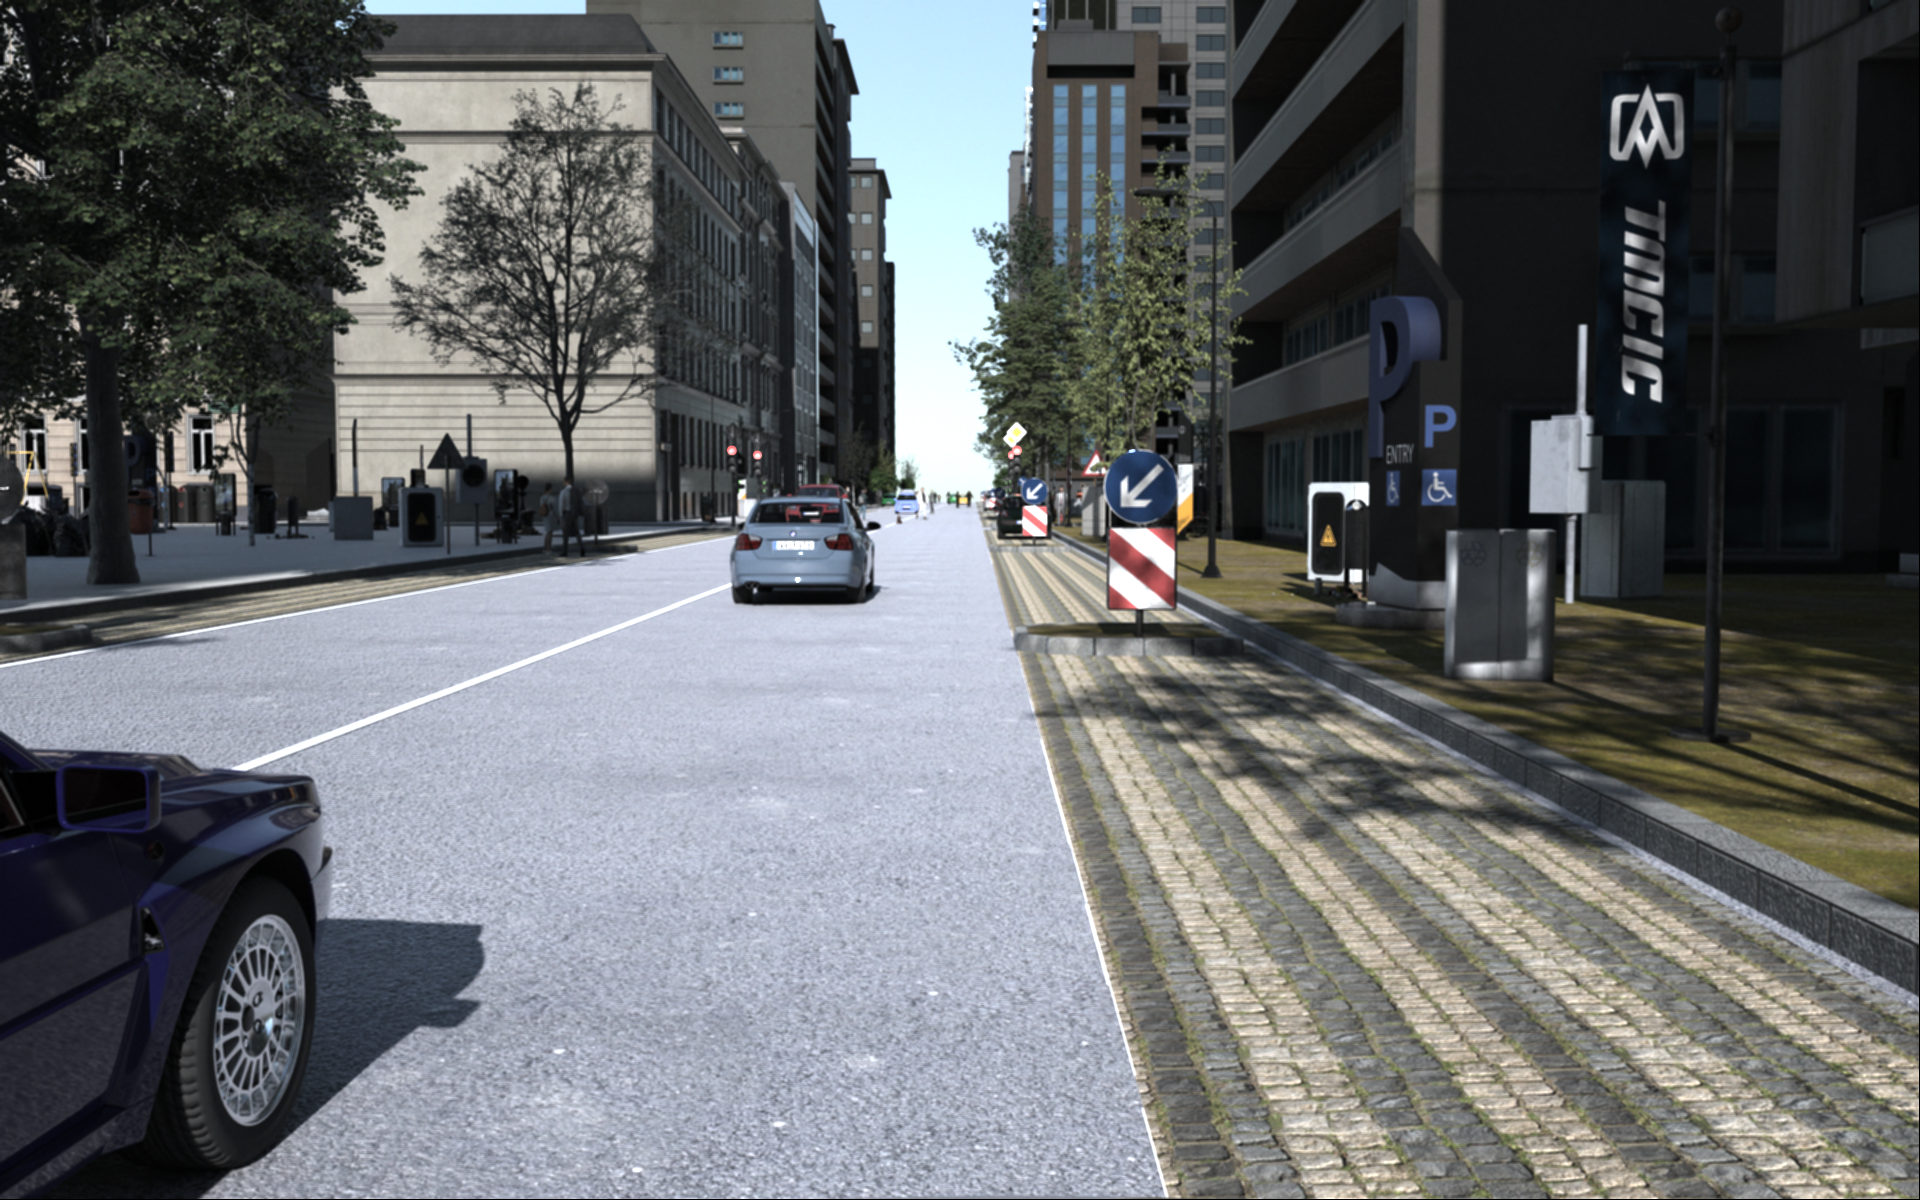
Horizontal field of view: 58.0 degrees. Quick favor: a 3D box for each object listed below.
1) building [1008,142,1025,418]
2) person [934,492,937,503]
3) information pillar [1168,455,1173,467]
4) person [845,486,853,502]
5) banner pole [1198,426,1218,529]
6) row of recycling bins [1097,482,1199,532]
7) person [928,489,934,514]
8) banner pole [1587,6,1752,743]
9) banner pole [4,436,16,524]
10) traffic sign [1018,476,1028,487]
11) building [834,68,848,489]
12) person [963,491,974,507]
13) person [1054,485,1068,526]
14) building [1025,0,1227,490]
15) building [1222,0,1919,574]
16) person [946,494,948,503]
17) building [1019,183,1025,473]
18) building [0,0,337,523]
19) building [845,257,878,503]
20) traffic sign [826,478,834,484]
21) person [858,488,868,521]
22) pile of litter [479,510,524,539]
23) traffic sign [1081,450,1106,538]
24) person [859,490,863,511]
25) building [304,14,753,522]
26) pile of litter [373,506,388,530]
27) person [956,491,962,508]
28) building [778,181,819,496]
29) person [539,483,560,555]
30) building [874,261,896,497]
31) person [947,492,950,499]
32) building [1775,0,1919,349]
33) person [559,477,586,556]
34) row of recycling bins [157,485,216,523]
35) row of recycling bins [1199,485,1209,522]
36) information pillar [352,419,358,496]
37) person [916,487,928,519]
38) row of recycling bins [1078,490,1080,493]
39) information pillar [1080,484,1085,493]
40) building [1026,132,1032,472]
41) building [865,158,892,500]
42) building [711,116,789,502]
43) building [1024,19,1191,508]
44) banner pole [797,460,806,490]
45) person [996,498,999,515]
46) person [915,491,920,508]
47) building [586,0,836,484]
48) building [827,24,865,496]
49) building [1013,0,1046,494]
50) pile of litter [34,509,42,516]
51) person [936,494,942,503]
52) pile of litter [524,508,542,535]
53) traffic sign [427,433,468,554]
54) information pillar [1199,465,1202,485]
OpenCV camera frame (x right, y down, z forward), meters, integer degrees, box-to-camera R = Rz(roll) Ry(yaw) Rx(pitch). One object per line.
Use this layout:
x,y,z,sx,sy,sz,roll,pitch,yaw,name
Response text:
18.689,-46.079,295.385,21.231,58.520,28.212,0,4,0,building
-3.940,-16.120,272.076,0.705,1.821,1.348,3,5,40,person
12.045,-6.564,98.676,0.183,3.616,0.504,-3,4,-39,information pillar
-6.285,-5.405,96.232,0.648,1.900,0.474,1,4,20,person
9.162,-4.519,63.909,0.863,3.779,0.401,3,4,38,banner pole
6.189,-3.171,58.951,3.534,1.692,1.069,1,4,23,row of recycling bins
-2.104,-7.084,124.506,0.526,1.800,0.537,2,4,24,person
3.724,-1.163,9.040,0.863,3.779,0.401,0,4,7,banner pole
-41.308,-5.221,75.379,0.401,3.779,0.863,0,4,7,banner pole
4.511,-7.609,124.516,0.768,2.556,0.104,0,4,4,traffic sign
-19.088,-32.383,179.572,14.600,45.320,14.200,0,4,0,building
0.966,-11.117,190.291,1.348,1.821,0.705,2,4,29,person
4.283,-3.917,72.820,0.678,1.792,0.850,0,4,8,person
17.404,-45.490,182.009,20.563,71.187,20.611,0,4,0,building
17.938,-25.262,36.731,21.300,48.544,21.600,0,4,0,building
-1.846,-16.330,275.476,1.348,1.826,0.705,-2,4,-31,person
15.343,-36.263,243.009,14.600,45.320,14.200,0,4,0,building
-41.731,-18.202,83.502,20.117,28.700,13.634,0,4,0,building
-28.083,-34.059,248.749,32.217,40.220,23.993,0,4,0,building
-10.203,-8.312,135.912,0.884,2.594,0.081,0,4,2,traffic sign
-5.159,-5.103,92.278,0.721,1.781,0.623,-3,5,-43,person
-13.326,-2.211,50.111,1.176,0.858,1.719,-1,4,-13,pile of litter
4.009,-3.119,51.001,0.884,2.594,0.081,0,4,7,traffic sign
-8.472,-8.613,149.805,0.515,1.767,0.782,0,4,0,person
-20.880,-15.823,91.987,16.112,22.955,30.059,0,4,0,building
-20.989,-2.929,61.849,1.176,0.858,1.719,0,4,-4,pile of litter
-0.157,-10.510,181.056,0.721,1.735,1.217,-2,4,-27,person
-18.397,-19.756,141.028,12.078,24.808,19.932,0,4,0,building
-9.665,-1.909,40.720,0.512,1.701,0.522,2,4,27,person
-18.402,-37.490,296.561,14.154,41.232,14.086,0,4,0,building
-1.620,-15.049,254.692,0.705,1.807,1.348,-2,4,-27,person
14.066,-20.036,11.189,14.154,41.232,14.086,0,4,0,building
-8.868,-1.898,39.631,0.850,1.850,0.679,3,5,42,person
-34.483,-4.232,76.303,3.534,1.692,1.069,0,4,6,row of recycling bins
10.342,-4.358,78.366,1.069,1.692,3.534,2,4,25,row of recycling bins
-18.767,-3.818,53.787,0.183,3.616,0.504,-1,4,-12,information pillar
-2.160,-5.489,98.126,0.818,1.842,0.514,3,5,45,person
9.539,-7.627,131.814,1.069,1.692,3.534,1,4,12,row of recycling bins
9.026,-7.543,127.824,0.304,2.012,0.304,0,4,-4,information pillar
19.264,-36.023,208.587,23.786,49.044,30.456,0,4,0,building
-25.614,-41.907,274.411,28.713,52.752,27.495,0,4,0,building
-19.829,-20.285,119.052,14.401,28.519,23.554,0,4,0,building
13.965,-31.519,165.452,14.600,45.320,14.200,0,4,0,building
-11.437,-8.305,125.803,0.863,3.779,0.401,-1,4,-17,banner pole
2.616,-6.577,116.004,0.580,1.828,0.573,-1,4,-12,person
-3.593,-8.420,147.163,0.512,1.701,0.522,-1,4,-19,person
-23.103,-32.873,161.167,21.300,48.544,21.600,0,4,0,building
-26.644,-37.368,200.212,28.713,52.752,27.495,0,4,0,building
18.788,-58.207,264.348,22.319,86.520,31.000,0,4,0,building
-26.677,-2.185,49.686,1.719,0.858,1.176,-2,4,-35,pile of litter
-3.224,-15.602,266.847,1.065,1.426,0.557,0,4,4,person
-13.730,-2.463,54.232,1.176,0.858,1.719,-3,4,-39,pile of litter
-10.911,-2.256,36.885,0.884,2.594,0.081,0,4,2,traffic sign
19.191,-8.943,137.578,0.183,3.616,0.504,-3,5,-39,information pillar
